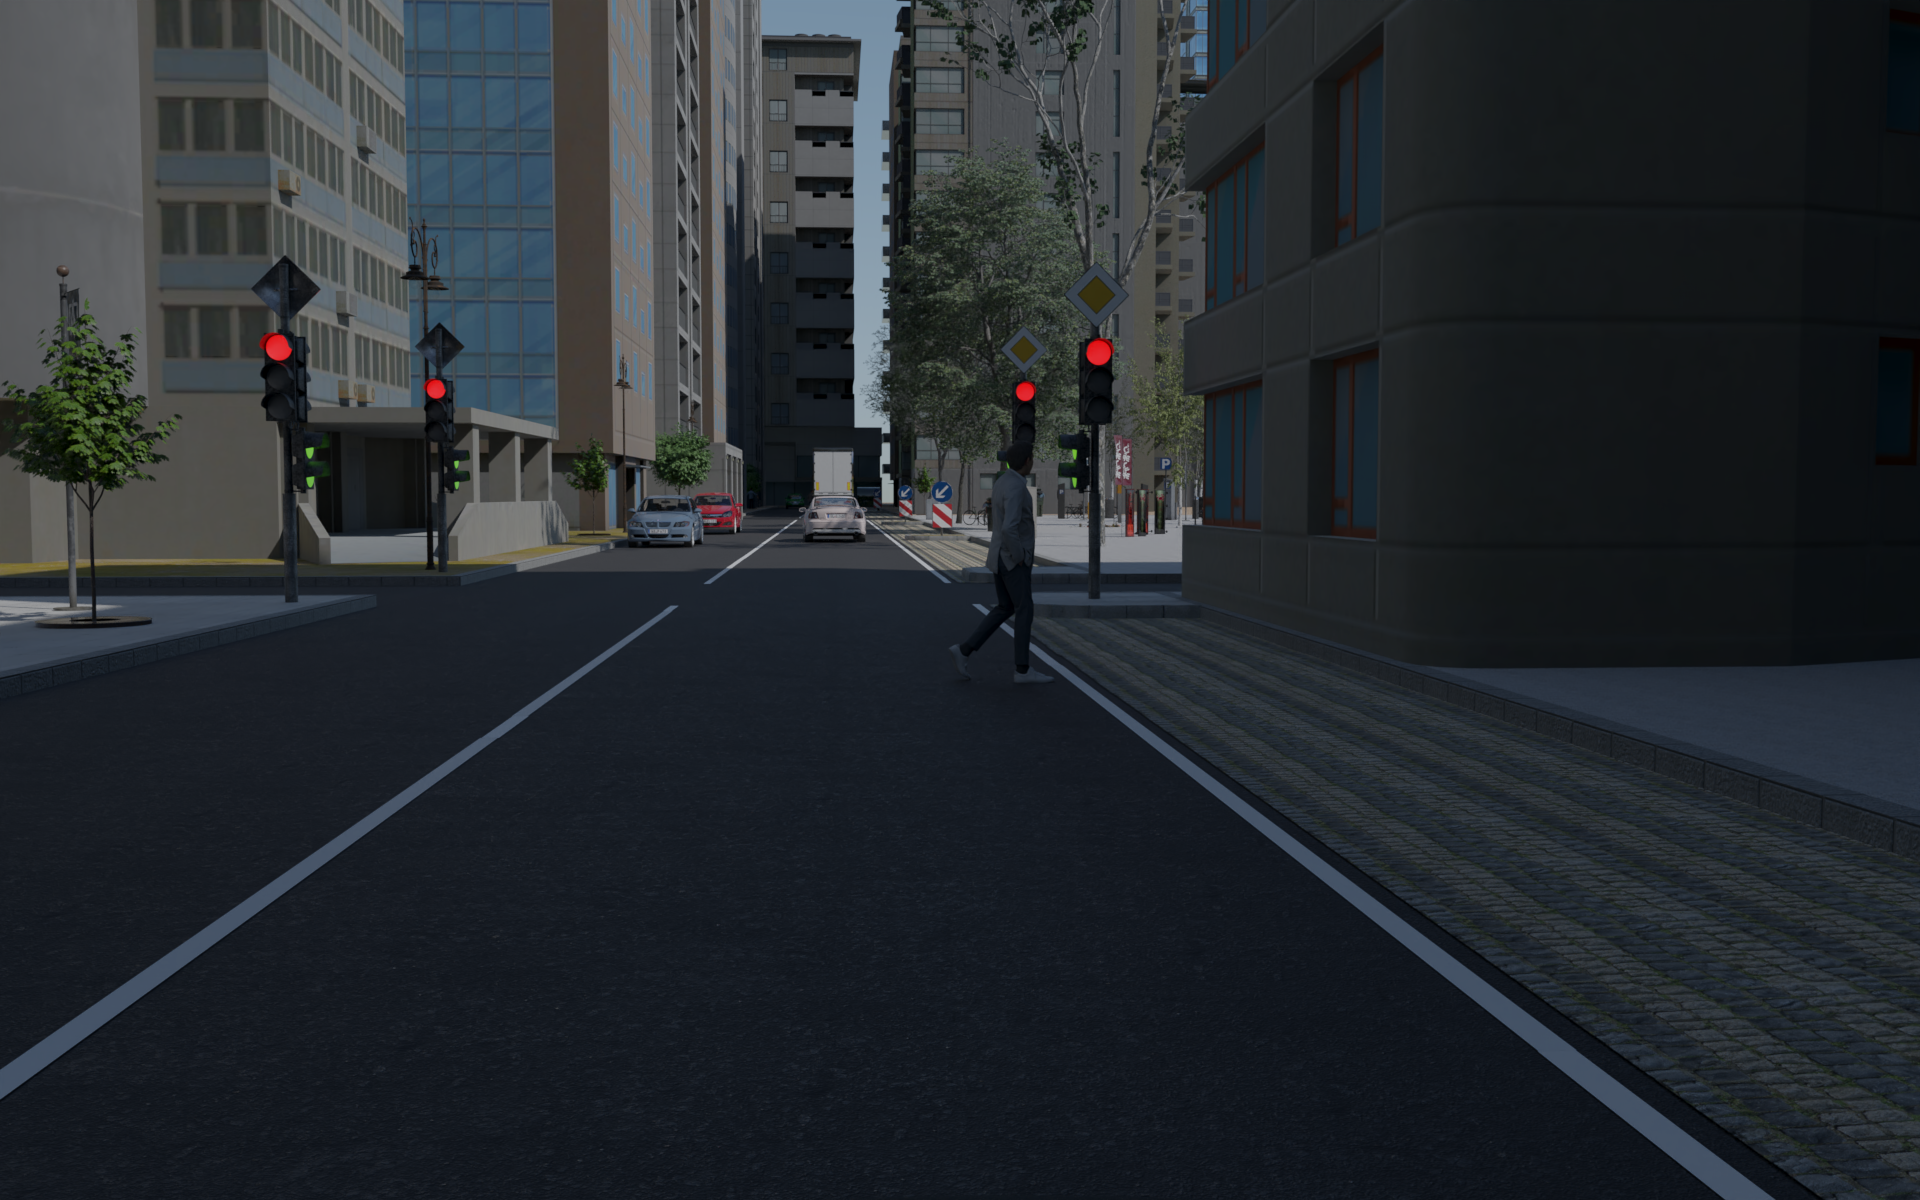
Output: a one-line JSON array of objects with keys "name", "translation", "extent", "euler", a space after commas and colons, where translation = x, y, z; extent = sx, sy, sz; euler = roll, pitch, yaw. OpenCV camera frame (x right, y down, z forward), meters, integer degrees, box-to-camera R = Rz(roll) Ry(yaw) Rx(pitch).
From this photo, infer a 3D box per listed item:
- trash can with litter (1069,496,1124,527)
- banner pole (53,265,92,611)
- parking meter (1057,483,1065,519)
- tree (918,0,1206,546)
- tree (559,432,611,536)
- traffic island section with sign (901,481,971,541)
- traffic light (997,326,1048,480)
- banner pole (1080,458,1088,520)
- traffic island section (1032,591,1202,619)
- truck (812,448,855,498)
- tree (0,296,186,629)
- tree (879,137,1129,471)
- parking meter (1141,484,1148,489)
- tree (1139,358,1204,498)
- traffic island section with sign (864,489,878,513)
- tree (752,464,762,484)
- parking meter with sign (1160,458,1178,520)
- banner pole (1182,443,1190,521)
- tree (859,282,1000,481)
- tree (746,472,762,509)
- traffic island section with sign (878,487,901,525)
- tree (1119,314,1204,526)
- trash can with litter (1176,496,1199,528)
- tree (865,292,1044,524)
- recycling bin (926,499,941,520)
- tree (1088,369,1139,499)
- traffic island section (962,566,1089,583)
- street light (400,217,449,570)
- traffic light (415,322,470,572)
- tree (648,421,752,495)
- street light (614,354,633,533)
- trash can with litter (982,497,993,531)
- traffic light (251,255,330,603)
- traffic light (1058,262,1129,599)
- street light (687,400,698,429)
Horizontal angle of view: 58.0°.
[{"name": "trash can with litter", "translation": [5.321, -3.430, 67.144], "extent": [2.233, 1.210, 1.678], "euler": [0, 4, 0]}, {"name": "banner pole", "translation": [-9.658, -1.765, 18.869], "extent": [0.401, 3.779, 0.863], "euler": [-3, 5, -40]}, {"name": "parking meter", "translation": [5.208, -5.111, 89.276], "extent": [0.399, 1.863, 0.255], "euler": [0, 4, 0]}, {"name": "tree", "translation": [4.402, -11.315, 40.892], "extent": [12.611, 20.169, 13.585], "euler": [0, 3, 0]}, {"name": "tree", "translation": [-11.398, -3.633, 54.009], "extent": [1.663, 3.219, 1.824], "euler": [0, 3, 0]}, {"name": "traffic island section with sign", "translation": [-0.711, -2.759, 53.741], "extent": [1.989, 1.847, 2.006], "euler": [0, 4, -4]}, {"name": "traffic light", "translation": [1.046, -2.457, 29.086], "extent": [0.839, 4.253, 0.868], "euler": [0, 4, -4]}, {"name": "banner pole", "translation": [6.309, -5.885, 86.239], "extent": [0.401, 3.779, 0.863], "euler": [3, 5, 39]}, {"name": "traffic island section", "translation": [1.670, 0.064, 21.239], "extent": [2.009, 0.180, 2.903], "euler": [0, 4, -4]}, {"name": "truck", "translation": [-8.091, -7.440, 110.557], "extent": [2.839, 4.237, 11.283], "euler": [0, 4, -4]}, {"name": "tree", "translation": [-8.413, -1.370, 17.000], "extent": [1.663, 3.219, 1.824], "euler": [0, 3, 0]}, {"name": "tree", "translation": [1.779, -9.527, 62.426], "extent": [9.857, 13.997, 8.962], "euler": [0, 3, 0]}, {"name": "parking meter", "translation": [10.288, -5.555, 96.535], "extent": [0.399, 1.863, 0.255], "euler": [-1, 4, -17]}, {"name": "tree", "translation": [11.893, -8.477, 88.960], "extent": [4.360, 8.622, 3.978], "euler": [0, 3, 0]}, {"name": "traffic island section with sign", "translation": [-6.348, -7.465, 130.686], "extent": [1.989, 1.847, 2.006], "euler": [0, 4, -4]}, {"name": "tree", "translation": [-19.462, -10.556, 156.297], "extent": [4.285, 4.588, 4.351], "euler": [0, 3, 0]}, {"name": "parking meter with sign", "translation": [10.304, -5.431, 85.065], "extent": [0.543, 3.016, 1.738], "euler": [1, 4, 20]}, {"name": "banner pole", "translation": [10.808, -5.685, 82.962], "extent": [0.401, 3.779, 0.863], "euler": [1, 4, 13]}, {"name": "tree", "translation": [-1.020, -11.362, 96.145], "extent": [12.009, 13.543, 11.850], "euler": [0, 3, 0]}, {"name": "tree", "translation": [-18.586, -9.681, 152.891], "extent": [1.663, 3.219, 1.824], "euler": [0, 3, 0]}, {"name": "traffic island section with sign", "translation": [-2.675, -4.404, 80.625], "extent": [1.989, 1.847, 2.006], "euler": [0, 4, -4]}, {"name": "tree", "translation": [8.693, -7.320, 70.042], "extent": [4.737, 8.622, 4.395], "euler": [0, 3, 0]}, {"name": "trash can with litter", "translation": [9.066, -3.356, 65.935], "extent": [1.678, 1.210, 2.233], "euler": [0, 4, 7]}, {"name": "tree", "translation": [0.073, -8.568, 74.505], "extent": [8.767, 10.594, 7.601], "euler": [-2, 4, -24]}, {"name": "recycling bin", "translation": [-1.282, -4.546, 86.874], "extent": [0.722, 1.027, 0.722], "euler": [1, 4, 14]}, {"name": "tree", "translation": [8.987, -9.114, 99.378], "extent": [4.360, 8.622, 3.978], "euler": [0, 3, 0]}, {"name": "traffic island section", "translation": [1.087, -0.423, 29.203], "extent": [2.009, 0.180, 2.903], "euler": [0, 4, -4]}, {"name": "street light", "translation": [-8.981, -3.450, 29.203], "extent": [0.468, 5.910, 1.993], "euler": [0, 4, -4]}, {"name": "traffic light", "translation": [-8.488, -2.413, 28.375], "extent": [0.839, 4.253, 0.868], "euler": [0, 4, -4]}, {"name": "tree", "translation": [-12.620, -5.786, 78.309], "extent": [4.285, 4.588, 4.351], "euler": [0, 3, 0]}, {"name": "street light", "translation": [-11.107, -5.167, 57.275], "extent": [0.468, 5.910, 1.993], "euler": [0, 4, -4]}, {"name": "trash can with litter", "translation": [1.275, -2.929, 59.279], "extent": [0.624, 1.170, 1.055], "euler": [3, 5, 39]}, {"name": "traffic light", "translation": [-7.905, -1.926, 20.411], "extent": [0.839, 4.253, 0.868], "euler": [0, 4, -4]}, {"name": "traffic light", "translation": [1.629, -1.969, 21.122], "extent": [0.839, 4.253, 0.868], "euler": [0, 4, -4]}, {"name": "street light", "translation": [-13.111, -6.861, 84.963], "extent": [0.468, 5.910, 1.993], "euler": [0, 4, -4]}]
